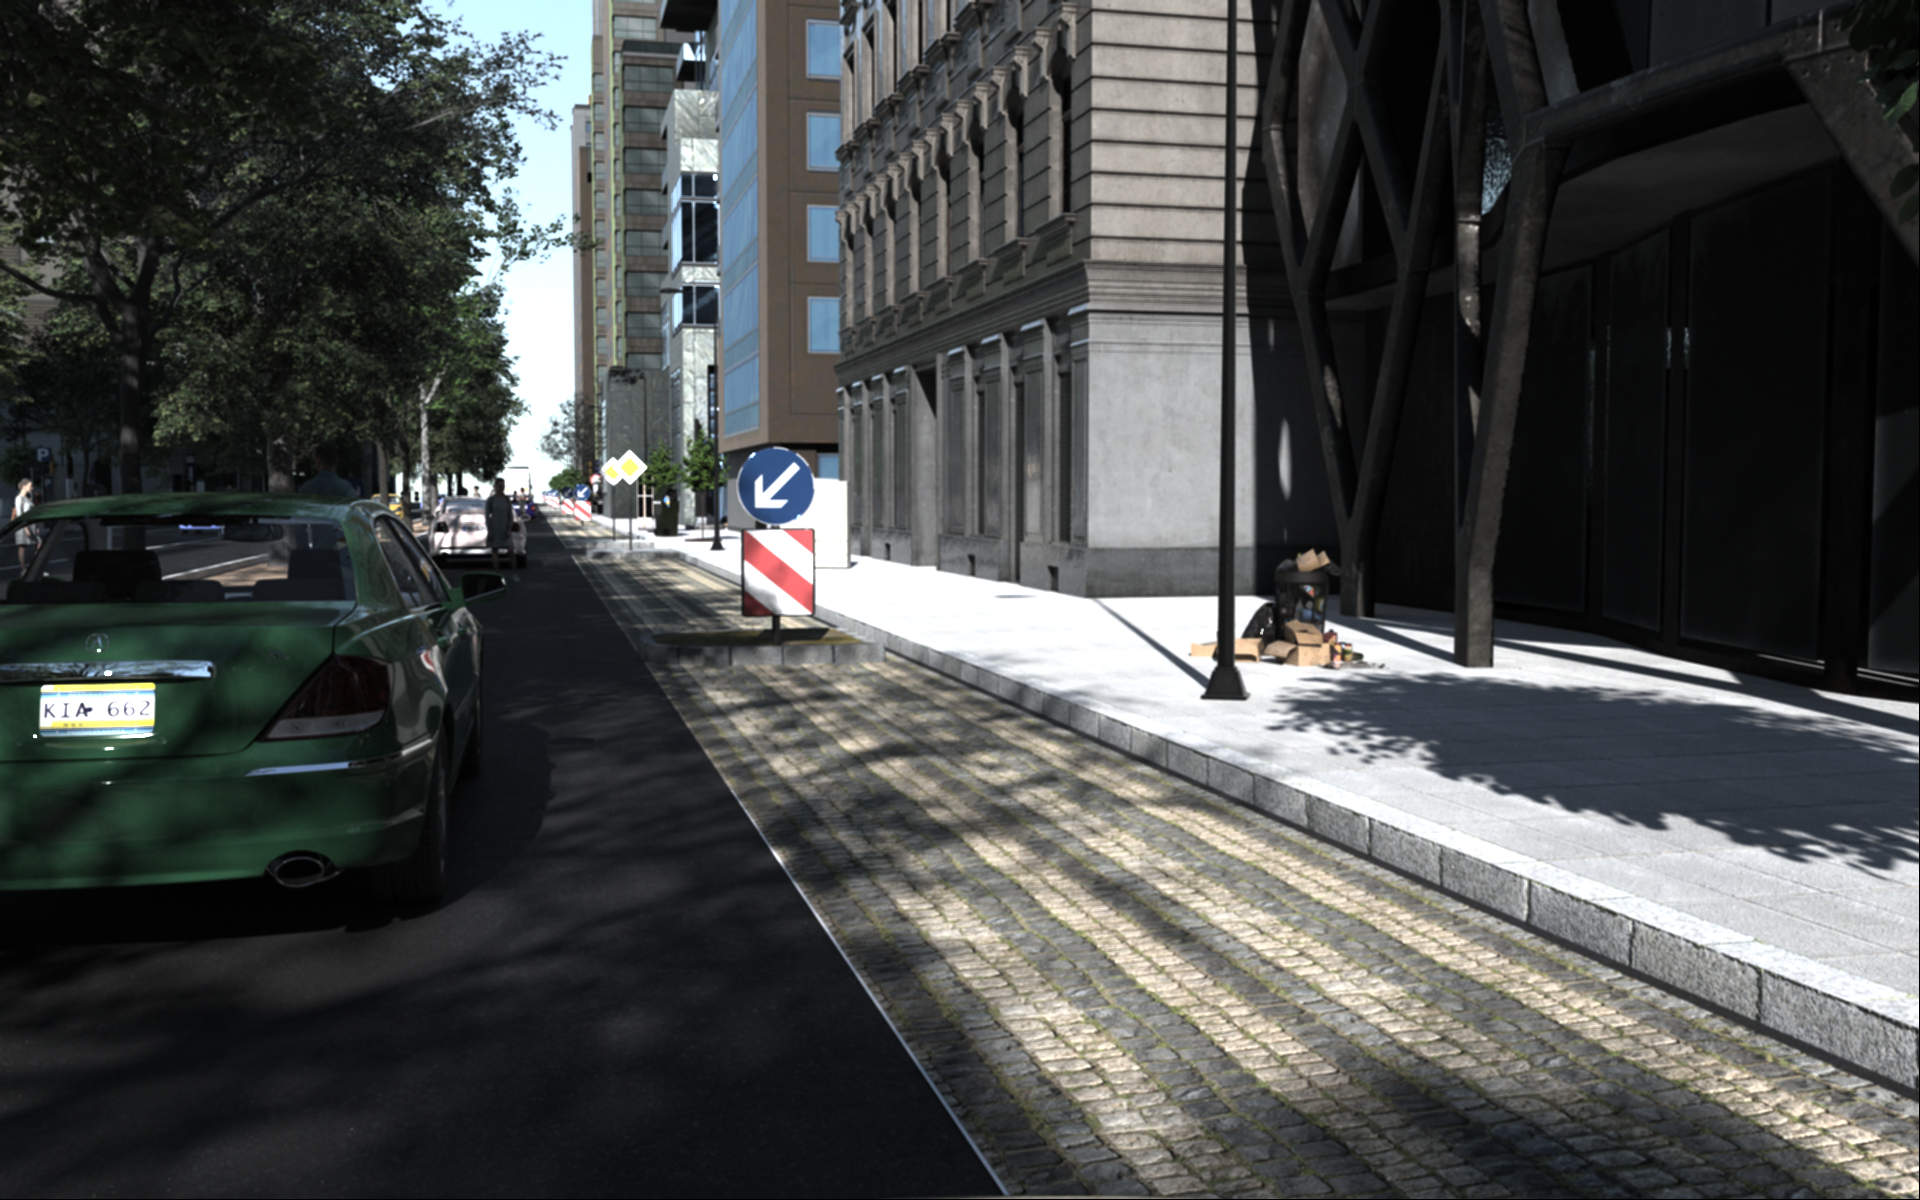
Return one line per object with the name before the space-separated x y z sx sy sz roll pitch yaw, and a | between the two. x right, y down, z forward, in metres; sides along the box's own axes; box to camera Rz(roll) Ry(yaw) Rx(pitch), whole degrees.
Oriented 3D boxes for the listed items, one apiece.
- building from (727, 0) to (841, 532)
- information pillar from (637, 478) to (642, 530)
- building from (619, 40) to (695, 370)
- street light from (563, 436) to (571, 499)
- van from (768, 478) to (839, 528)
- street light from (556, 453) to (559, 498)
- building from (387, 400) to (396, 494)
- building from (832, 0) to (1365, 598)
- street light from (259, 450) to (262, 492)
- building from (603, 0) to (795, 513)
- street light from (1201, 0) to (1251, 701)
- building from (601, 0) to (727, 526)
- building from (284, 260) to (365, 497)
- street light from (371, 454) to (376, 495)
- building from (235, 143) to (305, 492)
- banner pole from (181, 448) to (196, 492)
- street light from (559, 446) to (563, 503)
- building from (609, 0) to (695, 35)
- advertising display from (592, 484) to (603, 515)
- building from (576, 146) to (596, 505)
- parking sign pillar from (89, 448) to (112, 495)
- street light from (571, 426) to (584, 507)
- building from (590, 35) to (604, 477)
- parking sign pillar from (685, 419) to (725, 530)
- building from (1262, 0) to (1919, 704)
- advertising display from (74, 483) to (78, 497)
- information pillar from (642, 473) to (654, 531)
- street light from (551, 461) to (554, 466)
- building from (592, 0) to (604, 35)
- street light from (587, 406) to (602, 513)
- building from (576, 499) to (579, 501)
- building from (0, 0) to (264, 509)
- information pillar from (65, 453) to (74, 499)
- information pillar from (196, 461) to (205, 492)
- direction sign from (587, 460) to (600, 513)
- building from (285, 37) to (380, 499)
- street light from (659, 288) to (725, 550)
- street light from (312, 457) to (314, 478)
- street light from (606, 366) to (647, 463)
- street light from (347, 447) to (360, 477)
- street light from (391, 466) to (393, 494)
building | -0.063 -24.763 54.983 14.200 45.320 14.600 -1 4 -14
information pillar | -11.225 -3.479 61.367 0.304 2.012 0.304 2 4 25
building | -15.576 -21.033 115.586 14.160 30.474 14.107 -1 4 -14
street light | -30.665 -10.136 138.271 1.470 5.913 1.316 -1 4 -14
van | -2.772 -2.246 43.739 4.112 2.044 2.013 -1 4 -15
street light | -44.476 -13.564 194.308 1.470 5.913 1.316 -1 4 -14
building | -93.680 -43.245 249.062 21.231 58.520 28.212 -1 4 -14
building | 3.939 -11.088 30.435 9.793 20.994 18.267 -1 4 -14
street light | -46.527 -8.810 116.591 1.470 5.913 1.316 -1 4 -14
building | -22.562 -30.334 146.068 14.600 45.320 14.200 -1 4 -14
street light | 1.149 -2.329 10.620 1.470 5.913 1.316 -1 4 -14
building | -6.017 -47.226 84.821 22.319 86.520 31.000 -1 4 -14
building | -77.957 -26.366 202.781 14.160 30.474 14.107 -1 4 -14
street light | -66.724 -13.803 198.227 1.470 5.913 1.316 -1 4 -14
building | -71.871 -32.592 152.479 23.786 49.044 30.456 -1 4 -14
banner pole | -41.986 -6.370 94.169 0.863 3.779 0.401 -1 4 -14
street light | -37.471 -11.842 166.153 1.470 5.913 1.316 -1 4 -14
building | -19.501 -27.435 132.161 14.154 41.232 14.086 -1 4 -14
advertising display | -22.462 -6.296 108.152 0.974 1.923 0.123 -2 4 -23
building | -41.046 -34.813 219.306 14.600 45.320 14.200 -1 4 -14
parking sign pillar | -49.559 -6.814 99.882 1.447 3.967 1.447 1 4 14
street light | -25.824 -8.971 119.212 1.470 5.913 1.316 -1 4 -14
building | -26.705 -29.120 159.712 14.154 41.232 14.086 -1 4 -14
parking sign pillar | -9.248 -4.539 62.691 1.447 3.967 1.447 0 4 5
building | 11.831 -8.922 13.324 16.820 18.784 16.811 -1 4 -14
advertising display | -51.511 -5.836 100.634 0.123 1.923 0.974 0 4 -7
information pillar | -10.940 -3.451 60.922 0.304 2.012 0.304 -1 4 -10
street light | -50.392 -15.013 218.001 1.470 5.913 1.316 -1 4 -14
building | -27.449 -39.079 180.947 21.231 58.520 28.212 -1 4 -14
street light | -18.833 -7.248 91.044 1.470 5.913 1.316 -1 4 -14
building | -36.913 -33.534 240.163 32.217 40.220 23.993 -1 4 -14
building | -66.596 -32.699 123.874 28.713 52.752 27.495 -1 4 -14
information pillar | -47.962 -6.236 93.310 0.183 3.616 0.504 1 4 10
information pillar | -50.133 -7.525 114.382 0.504 3.616 0.183 -2 4 -29
direction sign | -24.299 -7.511 114.809 0.876 3.537 0.379 -2 4 -35
building | -86.882 -41.558 221.475 21.231 58.520 28.212 -1 4 -14
street light | -6.073 -4.080 39.253 1.470 5.913 1.316 -1 4 -14
street light | -53.385 -10.515 144.460 1.470 5.913 1.316 -1 4 -14
street light | -11.948 -5.522 62.834 1.470 5.913 1.316 -1 4 -14
street light | -60.377 -12.221 172.358 1.470 5.913 1.316 -1 4 -14
street light | -73.596 -15.508 226.094 1.470 5.913 1.316 -1 4 -14
